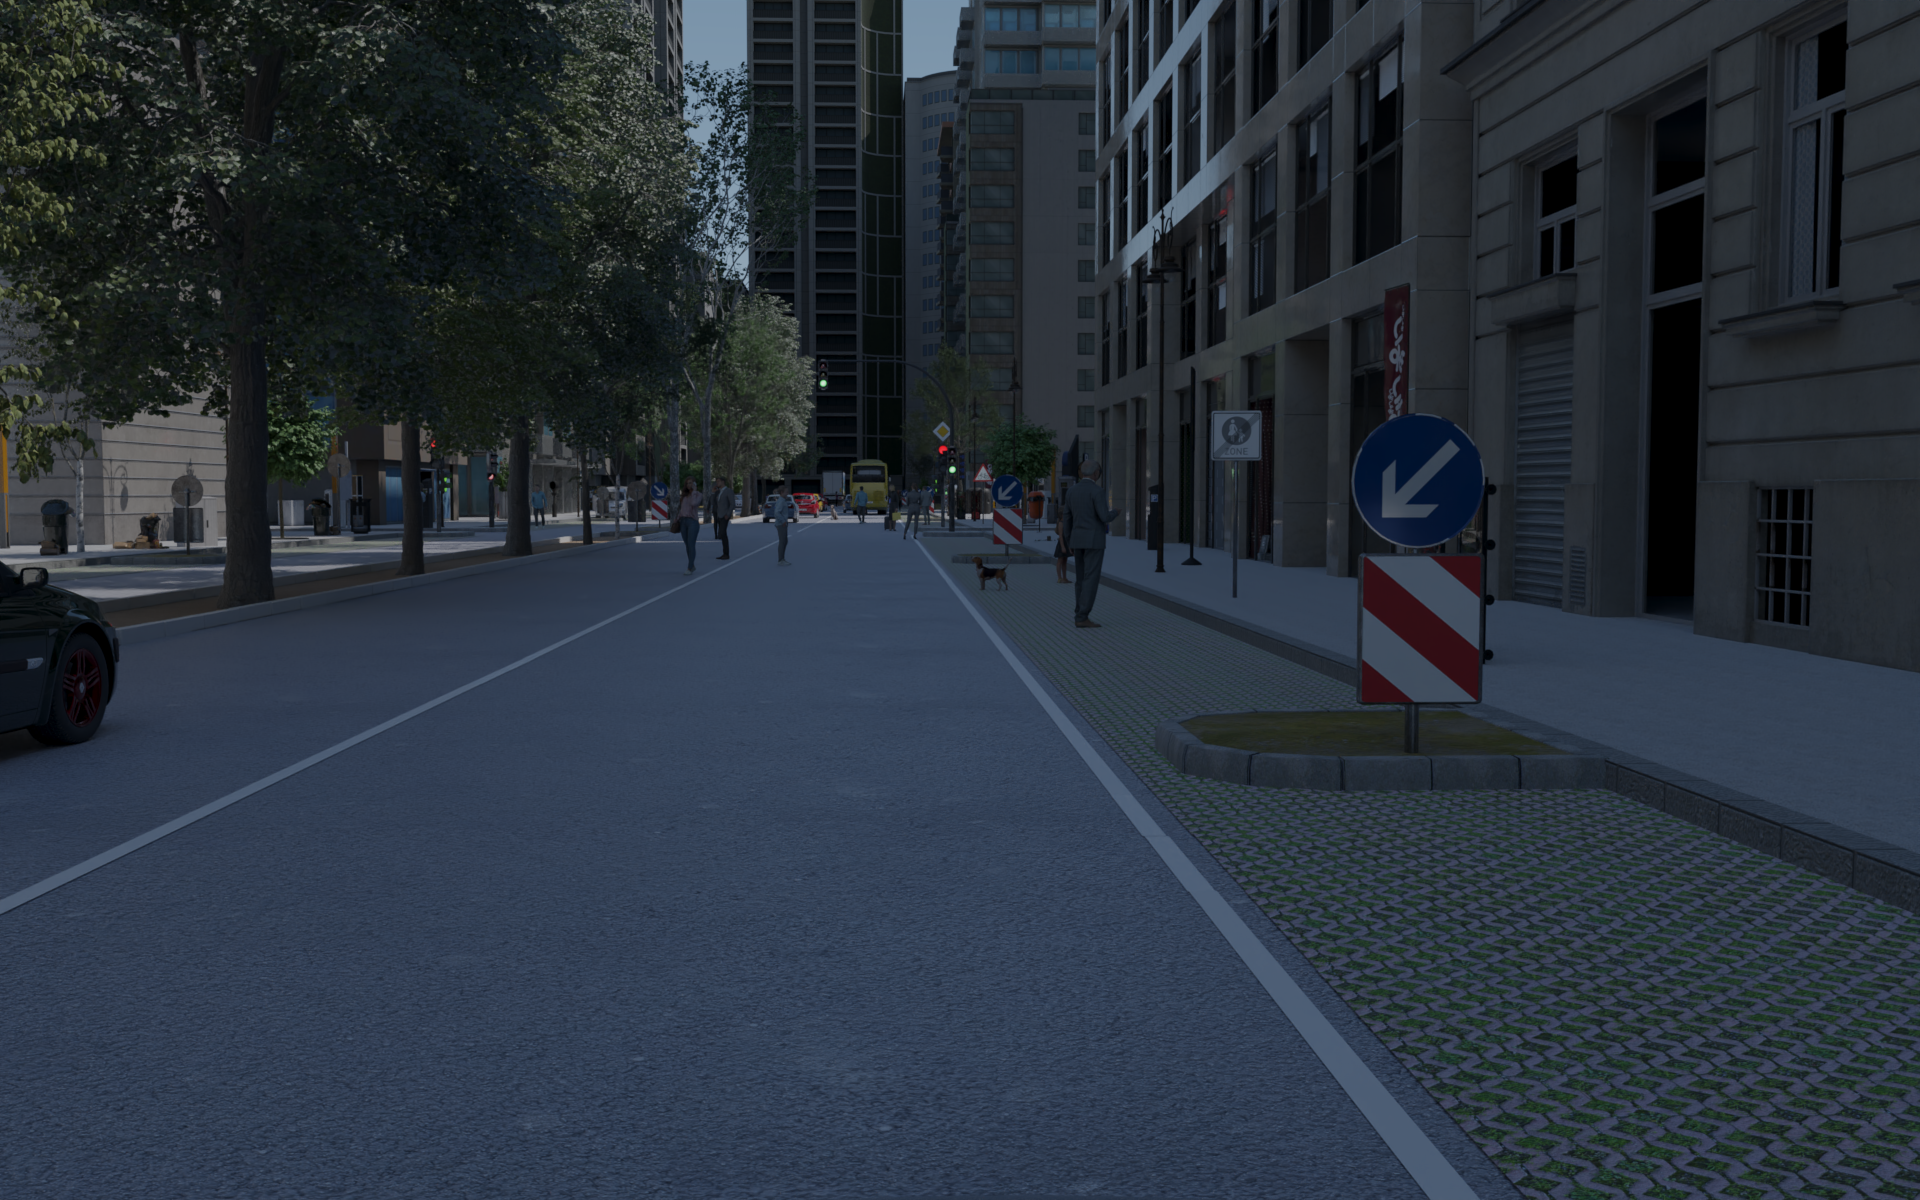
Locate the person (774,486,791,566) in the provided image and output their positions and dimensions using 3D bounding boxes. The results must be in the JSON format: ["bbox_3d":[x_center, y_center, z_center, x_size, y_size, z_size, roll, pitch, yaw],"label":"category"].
[{"bbox_3d":[-3.567,-1.499,34.813,0.330,1.601,0.589,1,4,9],"label":"person"}]

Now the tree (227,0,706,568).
[{"bbox_3d":[-10.236,-7.987,39.703,9.857,13.997,8.962,0,3,0],"label":"tree"}]

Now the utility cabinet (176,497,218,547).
[{"bbox_3d":[-18.644,-1.906,42.329,0.306,1.237,1.020,2,4,24],"label":"utility cabinet"}]

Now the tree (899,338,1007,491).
[{"bbox_3d":[-0.213,-10.396,104.381,7.601,10.594,8.767,0,4,-2],"label":"tree"}]

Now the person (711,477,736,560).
[{"bbox_3d":[-5.208,-1.796,38.038,0.473,1.802,0.592,-1,4,-23],"label":"person"}]

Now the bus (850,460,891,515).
[{"bbox_3d":[-6.385,-8.045,123.074,2.896,3.916,12.252,0,4,-2],"label":"bus"}]

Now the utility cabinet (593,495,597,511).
[{"bbox_3d":[-27.194,-7.229,129.363,0.306,1.237,1.020,0,4,0],"label":"utility cabinet"}]

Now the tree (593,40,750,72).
[{"bbox_3d":[-12.936,-13.018,71.189,12.611,20.169,13.585,0,3,0],"label":"tree"}]

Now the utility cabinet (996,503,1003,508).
[{"bbox_3d":[1.913,-4.497,84.685,0.306,1.237,1.020,0,4,-1],"label":"utility cabinet"}]

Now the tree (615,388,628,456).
[{"bbox_3d":[-23.525,-12.834,135.586,9.928,11.665,9.643,0,3,0],"label":"tree"}]

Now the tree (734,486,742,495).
[{"bbox_3d":[-27.406,-13.344,212.774,1.663,3.219,1.824,0,3,0],"label":"tree"}]

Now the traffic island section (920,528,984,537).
[{"bbox_3d":[-0.262,-2.248,59.039,2.009,0.180,2.903,0,4,-3],"label":"traffic island section"}]

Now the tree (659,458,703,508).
[{"bbox_3d":[-23.963,-9.976,146.828,4.285,4.588,4.351,0,3,0],"label":"tree"}]

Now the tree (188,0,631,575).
[{"bbox_3d":[-9.780,-6.728,30.585,7.486,12.596,7.792,0,3,0],"label":"tree"}]

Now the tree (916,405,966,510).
[{"bbox_3d":[-0.849,-11.459,137.712,4.360,8.622,3.978,0,3,0],"label":"tree"}]

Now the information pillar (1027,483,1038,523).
[{"bbox_3d":[3.116,-4.352,75.642,0.304,2.012,0.304,1,4,18],"label":"information pillar"}]

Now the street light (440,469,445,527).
[{"bbox_3d":[-19.955,-5.738,66.600,0.468,5.910,1.993,0,4,-3],"label":"street light"}]

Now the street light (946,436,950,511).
[{"bbox_3d":[-0.716,-8.468,111.239,0.468,5.910,1.993,0,4,-3],"label":"street light"}]

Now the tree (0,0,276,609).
[{"bbox_3d":[-8.945,-6.866,21.369,9.857,13.997,8.962,0,3,0],"label":"tree"}]

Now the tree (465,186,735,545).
[{"bbox_3d":[-10.465,-6.845,48.784,8.767,10.594,7.601,0,4,-3],"label":"tree"}]

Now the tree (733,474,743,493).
[{"bbox_3d":[-27.416,-13.792,209.217,4.285,4.588,4.351,0,3,0],"label":"tree"}]

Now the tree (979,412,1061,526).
[{"bbox_3d":[2.397,-5.225,69.145,4.285,4.588,4.351,0,3,0],"label":"tree"}]

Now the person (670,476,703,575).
[{"bbox_3d":[-4.799,-1.327,30.794,0.593,1.750,0.643,2,4,28],"label":"person"}]

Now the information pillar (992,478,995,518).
[{"bbox_3d":[2.013,-6.283,94.087,0.504,3.616,0.183,-2,4,-34],"label":"information pillar"}]

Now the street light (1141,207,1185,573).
[{"bbox_3d":[3.283,-3.390,28.220,0.468,5.910,1.993,0,4,-3],"label":"street light"}]

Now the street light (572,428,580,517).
[{"bbox_3d":[-21.295,-7.565,96.481,0.468,5.910,1.993,0,4,-3],"label":"street light"}]

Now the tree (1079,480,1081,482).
[{"bbox_3d":[7.737,-7.647,119.629,1.663,3.219,1.824,0,3,0],"label":"tree"}]

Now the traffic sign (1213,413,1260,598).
[{"bbox_3d":[3.402,-1.177,21.379,0.606,2.300,0.079,0,4,6],"label":"traffic sign"}]

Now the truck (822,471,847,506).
[{"bbox_3d":[-15.431,-13.718,213.202,2.839,4.237,11.283,0,4,-2],"label":"truck"}]

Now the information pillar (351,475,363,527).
[{"bbox_3d":[-23.542,-3.863,67.653,0.304,2.012,0.304,2,4,26],"label":"information pillar"}]

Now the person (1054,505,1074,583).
[{"bbox_3d":[1.704,-0.890,27.718,0.373,1.253,0.362,3,5,39],"label":"person"}]

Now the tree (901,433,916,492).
[{"bbox_3d":[-4.278,-14.384,185.545,4.360,8.622,3.978,0,3,0],"label":"tree"}]

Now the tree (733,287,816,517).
[{"bbox_3d":[-13.266,-12.085,106.709,9.857,13.997,8.962,0,3,0],"label":"tree"}]

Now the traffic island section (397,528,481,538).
[{"bbox_3d":[-17.535,-2.199,58.229,2.009,0.180,2.903,0,4,-3],"label":"traffic island section"}]

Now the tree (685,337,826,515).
[{"bbox_3d":[-13.904,-12.069,116.798,9.611,12.733,9.660,0,3,0],"label":"tree"}]

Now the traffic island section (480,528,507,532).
[{"bbox_3d":[-17.912,-2.687,66.205,2.009,0.180,2.903,0,4,-3],"label":"traffic island section"}]

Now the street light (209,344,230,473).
[{"bbox_3d":[-18.999,-4.410,44.894,0.468,5.910,1.993,0,4,-3],"label":"street light"}]

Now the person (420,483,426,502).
[{"bbox_3d":[-17.517,-2.870,55.697,0.793,1.790,0.793,3,5,40],"label":"person"}]

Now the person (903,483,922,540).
[{"bbox_3d":[-1.496,-2.798,54.529,0.520,1.790,0.573,-1,4,-21],"label":"person"}]

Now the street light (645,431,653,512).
[{"bbox_3d":[-22.783,-9.442,127.165,0.468,5.910,1.993,0,4,-3],"label":"street light"}]

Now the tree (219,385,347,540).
[{"bbox_3d":[-19.267,-4.013,49.332,4.285,4.588,4.351,0,3,0],"label":"tree"}]

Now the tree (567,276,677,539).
[{"bbox_3d":[-10.887,-6.243,54.900,4.360,8.622,3.978,0,3,0],"label":"tree"}]

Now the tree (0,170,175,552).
[{"bbox_3d":[-19.507,-5.380,38.333,4.360,8.622,3.978,0,3,0],"label":"tree"}]

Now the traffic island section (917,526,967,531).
[{"bbox_3d":[-0.640,-2.736,67.015,2.009,0.180,2.903,0,4,-3],"label":"traffic island section"}]

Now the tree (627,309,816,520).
[{"bbox_3d":[-12.676,-10.259,95.954,9.928,11.665,9.643,0,3,0],"label":"tree"}]

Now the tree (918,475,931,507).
[{"bbox_3d":[-3.526,-11.153,176.959,1.663,3.219,1.824,0,3,0],"label":"tree"}]

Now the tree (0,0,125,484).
[{"bbox_3d":[-8.780,-3.751,14.148,4.737,8.622,4.395,0,3,0],"label":"tree"}]

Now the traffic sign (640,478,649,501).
[{"bbox_3d":[-22.333,-7.398,122.149,0.795,2.450,0.064,0,4,-1],"label":"traffic sign"}]

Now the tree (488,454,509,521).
[{"bbox_3d":[-21.819,-5.442,83.578,1.663,3.219,1.824,0,3,0],"label":"tree"}]

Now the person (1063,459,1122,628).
[{"bbox_3d":[1.432,-0.607,18.607,0.590,1.801,0.661,-3,5,-42],"label":"person"}]

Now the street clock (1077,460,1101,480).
[{"bbox_3d":[2.744,-1.973,36.821,0.471,2.002,0.358,2,4,33],"label":"street clock"}]

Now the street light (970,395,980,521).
[{"bbox_3d":[0.688,-6.623,81.074,0.468,5.910,1.993,0,4,-3],"label":"street light"}]

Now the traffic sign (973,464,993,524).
[{"bbox_3d":[0.983,-4.497,73.527,0.884,2.594,0.081,0,3,0],"label":"traffic sign"}]

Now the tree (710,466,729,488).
[{"bbox_3d":[-24.689,-10.983,163.289,4.285,4.588,4.351,0,3,0],"label":"tree"}]

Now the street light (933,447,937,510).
[{"bbox_3d":[-2.085,-10.304,141.257,0.468,5.910,1.993,0,4,-3],"label":"street light"}]

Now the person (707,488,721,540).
[{"bbox_3d":[-7.628,-2.838,54.672,0.659,1.850,0.755,0,4,0],"label":"person"}]

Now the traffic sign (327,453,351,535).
[{"bbox_3d":[-19.434,-3.307,54.183,0.768,2.556,0.104,0,4,4],"label":"traffic sign"}]

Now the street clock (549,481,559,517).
[{"bbox_3d":[-22.368,-5.559,95.464,0.471,2.002,0.358,2,4,28],"label":"street clock"}]

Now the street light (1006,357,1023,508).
[{"bbox_3d":[1.837,-5.252,58.659,0.468,5.910,1.993,0,4,-3],"label":"street light"}]
